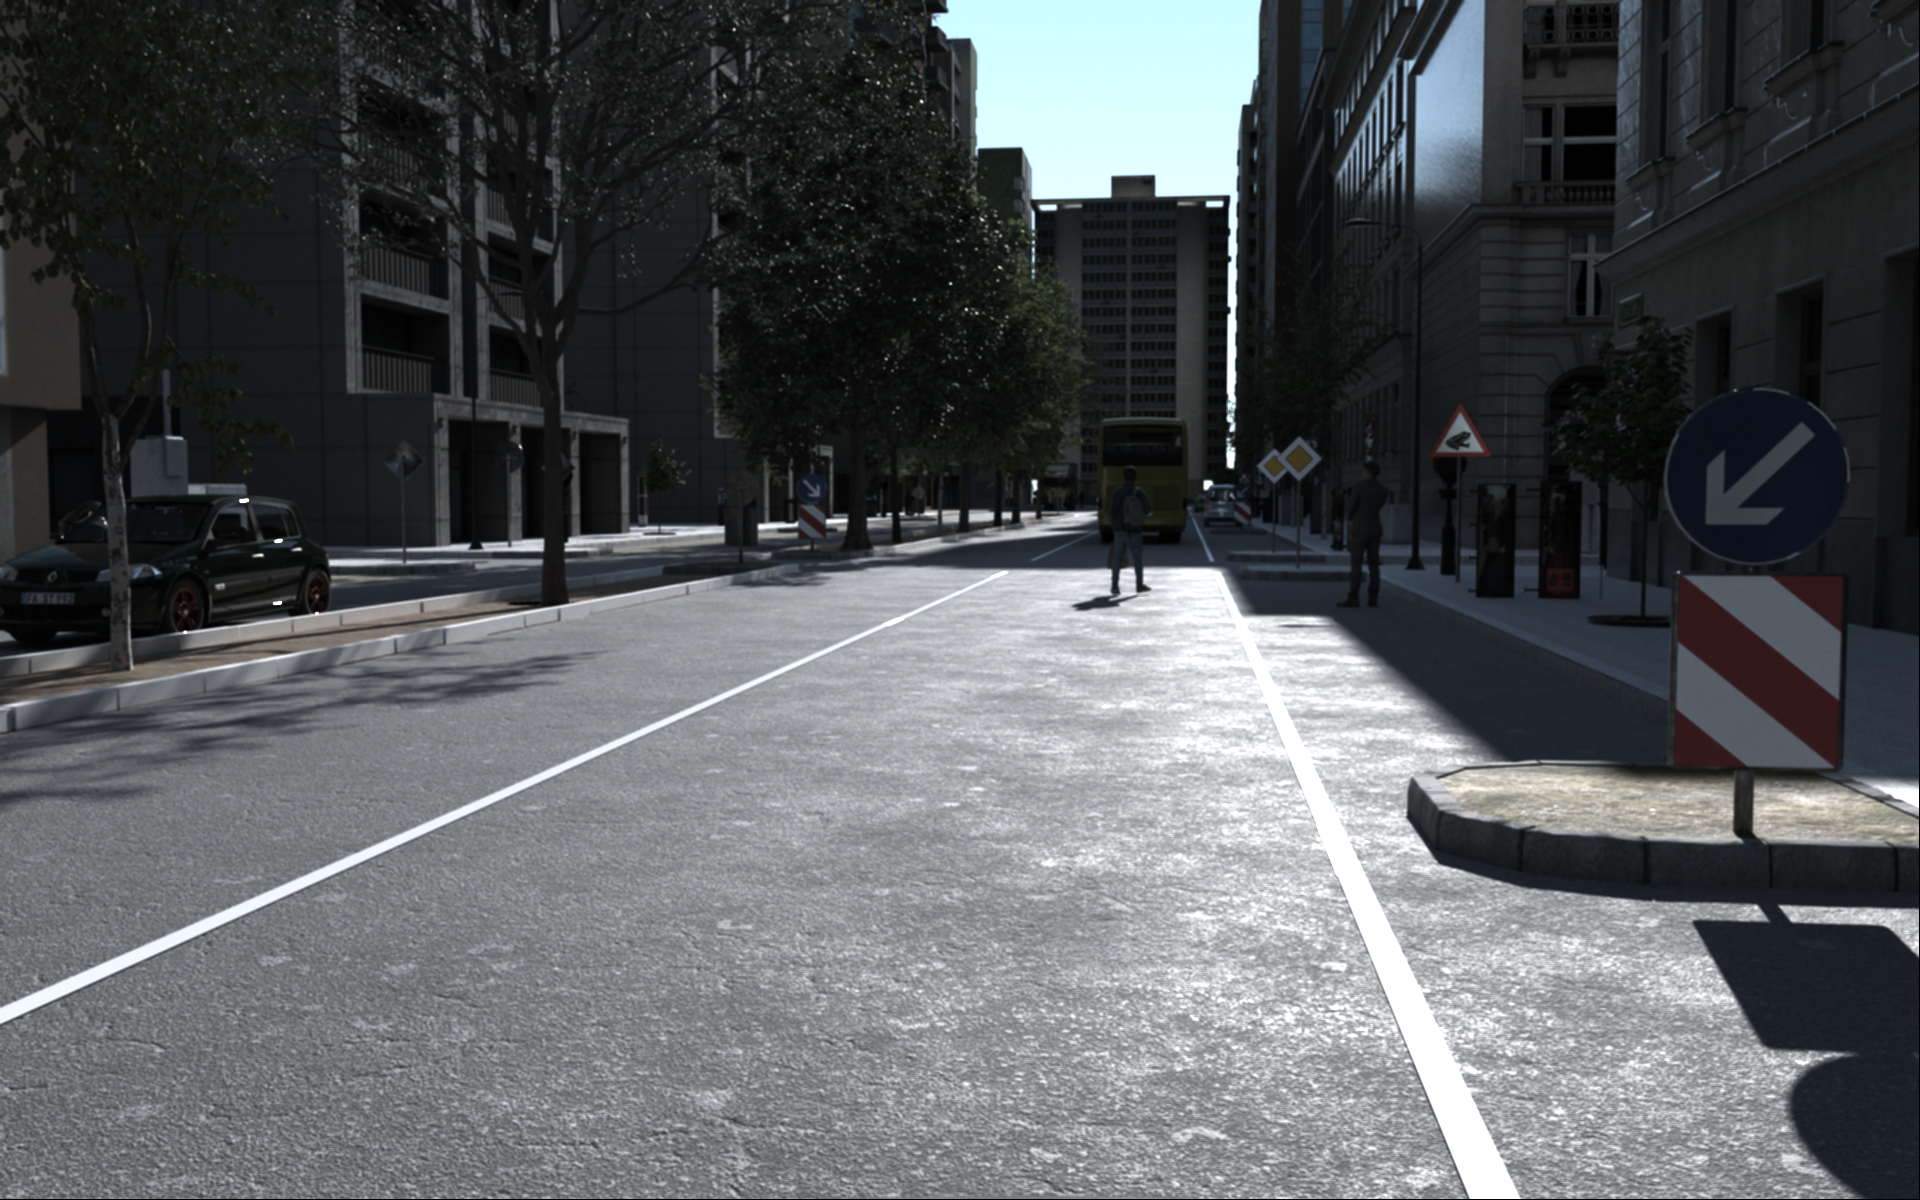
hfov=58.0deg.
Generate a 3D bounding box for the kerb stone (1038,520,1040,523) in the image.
[{"bbox_3d":[3.642,-3.757,83.733,0.120,0.150,1.000,0,4,7],"label":"kerb stone"}]

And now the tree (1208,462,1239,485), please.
[{"bbox_3d":[28.791,-12.517,188.358,4.285,4.588,4.351,0,3,0],"label":"tree"}]

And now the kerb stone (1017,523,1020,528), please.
[{"bbox_3d":[2.333,-3.141,73.548,0.120,0.150,1.000,0,4,7],"label":"kerb stone"}]

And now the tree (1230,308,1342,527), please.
[{"bbox_3d":[12.731,-7.146,67.192,4.360,8.622,3.978,0,3,0],"label":"tree"}]

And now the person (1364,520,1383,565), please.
[{"bbox_3d":[8.139,-1.578,34.315,0.388,1.821,0.555,3,4,38],"label":"person"}]

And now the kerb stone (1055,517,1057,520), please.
[{"bbox_3d":[5.075,-4.449,94.937,0.120,0.150,1.000,0,4,7],"label":"kerb stone"}]

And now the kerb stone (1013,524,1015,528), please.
[{"bbox_3d":[2.067,-3.017,71.519,0.120,0.150,1.000,0,4,7],"label":"kerb stone"}]

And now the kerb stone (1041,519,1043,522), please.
[{"bbox_3d":[3.898,-3.878,85.774,0.120,0.150,1.000,0,4,7],"label":"kerb stone"}]

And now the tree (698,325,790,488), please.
[{"bbox_3d":[-8.421,-7.283,69.434,4.360,8.622,3.978,0,3,0],"label":"tree"}]

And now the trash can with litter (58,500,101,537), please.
[{"bbox_3d":[-16.162,-1.233,31.548,1.055,1.170,0.624,1,4,17],"label":"trash can with litter"}]

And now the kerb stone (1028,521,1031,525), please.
[{"bbox_3d":[2.988,-3.450,78.640,0.120,0.150,1.000,0,4,7],"label":"kerb stone"}]

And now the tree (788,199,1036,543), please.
[{"bbox_3d":[-1.788,-6.977,50.938,8.767,10.594,7.601,0,4,7],"label":"tree"}]

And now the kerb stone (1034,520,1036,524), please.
[{"bbox_3d":[3.371,-3.637,81.695,0.120,0.150,1.000,0,4,7],"label":"kerb stone"}]

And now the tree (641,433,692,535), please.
[{"bbox_3d":[-9.529,-3.672,54.637,1.663,3.219,1.824,0,3,0],"label":"tree"}]

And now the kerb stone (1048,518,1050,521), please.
[{"bbox_3d":[4.423,-4.137,89.845,0.120,0.150,1.000,0,4,7],"label":"kerb stone"}]

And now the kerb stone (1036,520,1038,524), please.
[{"bbox_3d":[3.509,-3.701,82.713,0.120,0.150,1.000,0,4,7],"label":"kerb stone"}]

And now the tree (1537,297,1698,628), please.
[{"bbox_3d":[6.868,-1.379,17.143,1.663,3.219,1.824,0,3,0],"label":"tree"}]

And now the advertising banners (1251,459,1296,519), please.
[{"bbox_3d":[15.691,-5.515,86.350,2.074,3.025,0.090,1,4,23],"label":"advertising banners"}]

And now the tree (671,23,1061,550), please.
[{"bbox_3d":[-2.502,-7.507,42.204,9.611,12.733,9.660,0,3,0],"label":"tree"}]

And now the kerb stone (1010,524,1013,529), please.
[{"bbox_3d":[1.934,-2.953,70.499,0.120,0.150,1.000,0,4,7],"label":"kerb stone"}]

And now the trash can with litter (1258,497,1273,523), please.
[{"bbox_3d":[13.865,-4.034,77.348,1.055,1.170,0.624,-3,5,-39],"label":"trash can with litter"}]

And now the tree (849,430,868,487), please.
[{"bbox_3d":[-4.581,-9.192,100.650,4.360,8.622,3.978,0,3,0],"label":"tree"}]

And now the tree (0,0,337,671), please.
[{"bbox_3d":[-6.767,-3.711,13.501,4.737,8.622,4.395,0,3,0],"label":"tree"}]

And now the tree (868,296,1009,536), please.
[{"bbox_3d":[-0.653,-6.441,58.128,4.360,8.622,3.978,0,3,0],"label":"tree"}]

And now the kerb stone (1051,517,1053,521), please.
[{"bbox_3d":[4.687,-4.259,91.887,0.120,0.150,1.000,0,4,7],"label":"kerb stone"}]

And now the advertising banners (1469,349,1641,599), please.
[{"bbox_3d":[7.335,-1.530,21.209,2.074,3.025,0.090,1,4,14],"label":"advertising banners"}]

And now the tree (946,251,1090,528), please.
[{"bbox_3d":[1.700,-8.872,73.272,9.928,11.665,9.643,0,3,0],"label":"tree"}]

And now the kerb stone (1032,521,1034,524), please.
[{"bbox_3d":[3.247,-3.577,80.680,0.120,0.150,1.000,0,4,7],"label":"kerb stone"}]

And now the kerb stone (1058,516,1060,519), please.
[{"bbox_3d":[5.335,-4.570,96.967,0.120,0.150,1.000,0,4,7],"label":"kerb stone"}]

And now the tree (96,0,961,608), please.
[{"bbox_3d":[-5.187,-6.657,21.676,12.009,13.543,11.850,0,3,0],"label":"tree"}]

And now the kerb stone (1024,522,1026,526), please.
[{"bbox_3d":[2.720,-3.323,76.605,0.120,0.150,1.000,0,4,7],"label":"kerb stone"}]

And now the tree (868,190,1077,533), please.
[{"bbox_3d":[0.087,-8.774,64.044,7.486,12.596,7.792,0,3,0],"label":"tree"}]

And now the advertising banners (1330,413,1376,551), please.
[{"bbox_3d":[8.745,-2.589,38.522,0.090,3.025,2.074,-1,4,-13],"label":"advertising banners"}]

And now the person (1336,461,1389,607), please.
[{"bbox_3d":[5.125,-0.845,22.128,0.655,1.846,0.447,-2,4,-24],"label":"person"}]

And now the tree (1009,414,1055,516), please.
[{"bbox_3d":[3.050,-8.352,89.370,4.360,8.622,3.978,0,3,0],"label":"tree"}]

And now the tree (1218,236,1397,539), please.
[{"bbox_3d":[10.103,-6.032,48.984,4.737,8.622,4.395,0,3,0],"label":"tree"}]

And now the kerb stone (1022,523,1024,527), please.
[{"bbox_3d":[2.589,-3.265,75.586,0.120,0.150,1.000,0,4,7],"label":"kerb stone"}]

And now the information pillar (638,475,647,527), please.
[{"bbox_3d":[-12.312,-3.834,67.178,0.304,2.012,0.304,0,4,3],"label":"information pillar"}]

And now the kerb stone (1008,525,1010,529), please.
[{"bbox_3d":[1.797,-2.892,69.485,0.120,0.150,1.000,0,4,7],"label":"kerb stone"}]

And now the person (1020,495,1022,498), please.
[{"bbox_3d":[4.990,-8.254,144.930,0.593,1.643,0.415,3,5,41],"label":"person"}]

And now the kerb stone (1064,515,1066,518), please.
[{"bbox_3d":[5.986,-4.884,102.060,0.120,0.150,1.000,0,4,7],"label":"kerb stone"}]

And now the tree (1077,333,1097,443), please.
[{"bbox_3d":[2.583,-9.872,81.992,7.486,12.596,7.792,0,3,0],"label":"tree"}]

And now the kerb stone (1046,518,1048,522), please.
[{"bbox_3d":[4.292,-4.069,88.832,0.120,0.150,1.000,0,4,7],"label":"kerb stone"}]

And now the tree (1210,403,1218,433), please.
[{"bbox_3d":[16.338,-8.968,96.985,4.737,8.622,4.395,0,3,0],"label":"tree"}]

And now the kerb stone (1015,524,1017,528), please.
[{"bbox_3d":[2.195,-3.076,72.535,0.120,0.150,1.000,0,4,7],"label":"kerb stone"}]

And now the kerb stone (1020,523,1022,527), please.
[{"bbox_3d":[2.471,-3.203,74.562,0.120,0.150,1.000,0,4,7],"label":"kerb stone"}]

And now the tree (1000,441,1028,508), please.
[{"bbox_3d":[4.806,-13.007,163.023,4.737,8.622,4.395,0,3,0],"label":"tree"}]

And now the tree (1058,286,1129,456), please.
[{"bbox_3d":[4.465,-11.287,97.377,12.009,13.543,11.850,0,3,0],"label":"tree"}]

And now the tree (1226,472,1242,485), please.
[{"bbox_3d":[21.773,-8.658,136.153,1.663,3.219,1.824,0,3,0],"label":"tree"}]

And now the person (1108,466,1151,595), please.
[{"bbox_3d":[2.354,-0.984,24.577,0.794,1.824,0.713,3,5,41],"label":"person"}]

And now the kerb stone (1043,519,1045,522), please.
[{"bbox_3d":[4.033,-3.951,86.798,0.120,0.150,1.000,0,4,7],"label":"kerb stone"}]

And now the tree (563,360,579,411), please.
[{"bbox_3d":[-18.249,-7.510,73.151,4.360,8.622,3.978,0,3,0],"label":"tree"}]

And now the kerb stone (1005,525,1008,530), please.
[{"bbox_3d":[1.683,-2.830,68.461,0.120,0.150,1.000,0,4,7],"label":"kerb stone"}]

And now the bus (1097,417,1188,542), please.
[{"bbox_3d":[5.666,-3.845,54.414,2.896,3.916,12.252,0,4,5],"label":"bus"}]

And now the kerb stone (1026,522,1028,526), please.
[{"bbox_3d":[2.851,-3.390,77.627,0.120,0.150,1.000,0,4,7],"label":"kerb stone"}]
